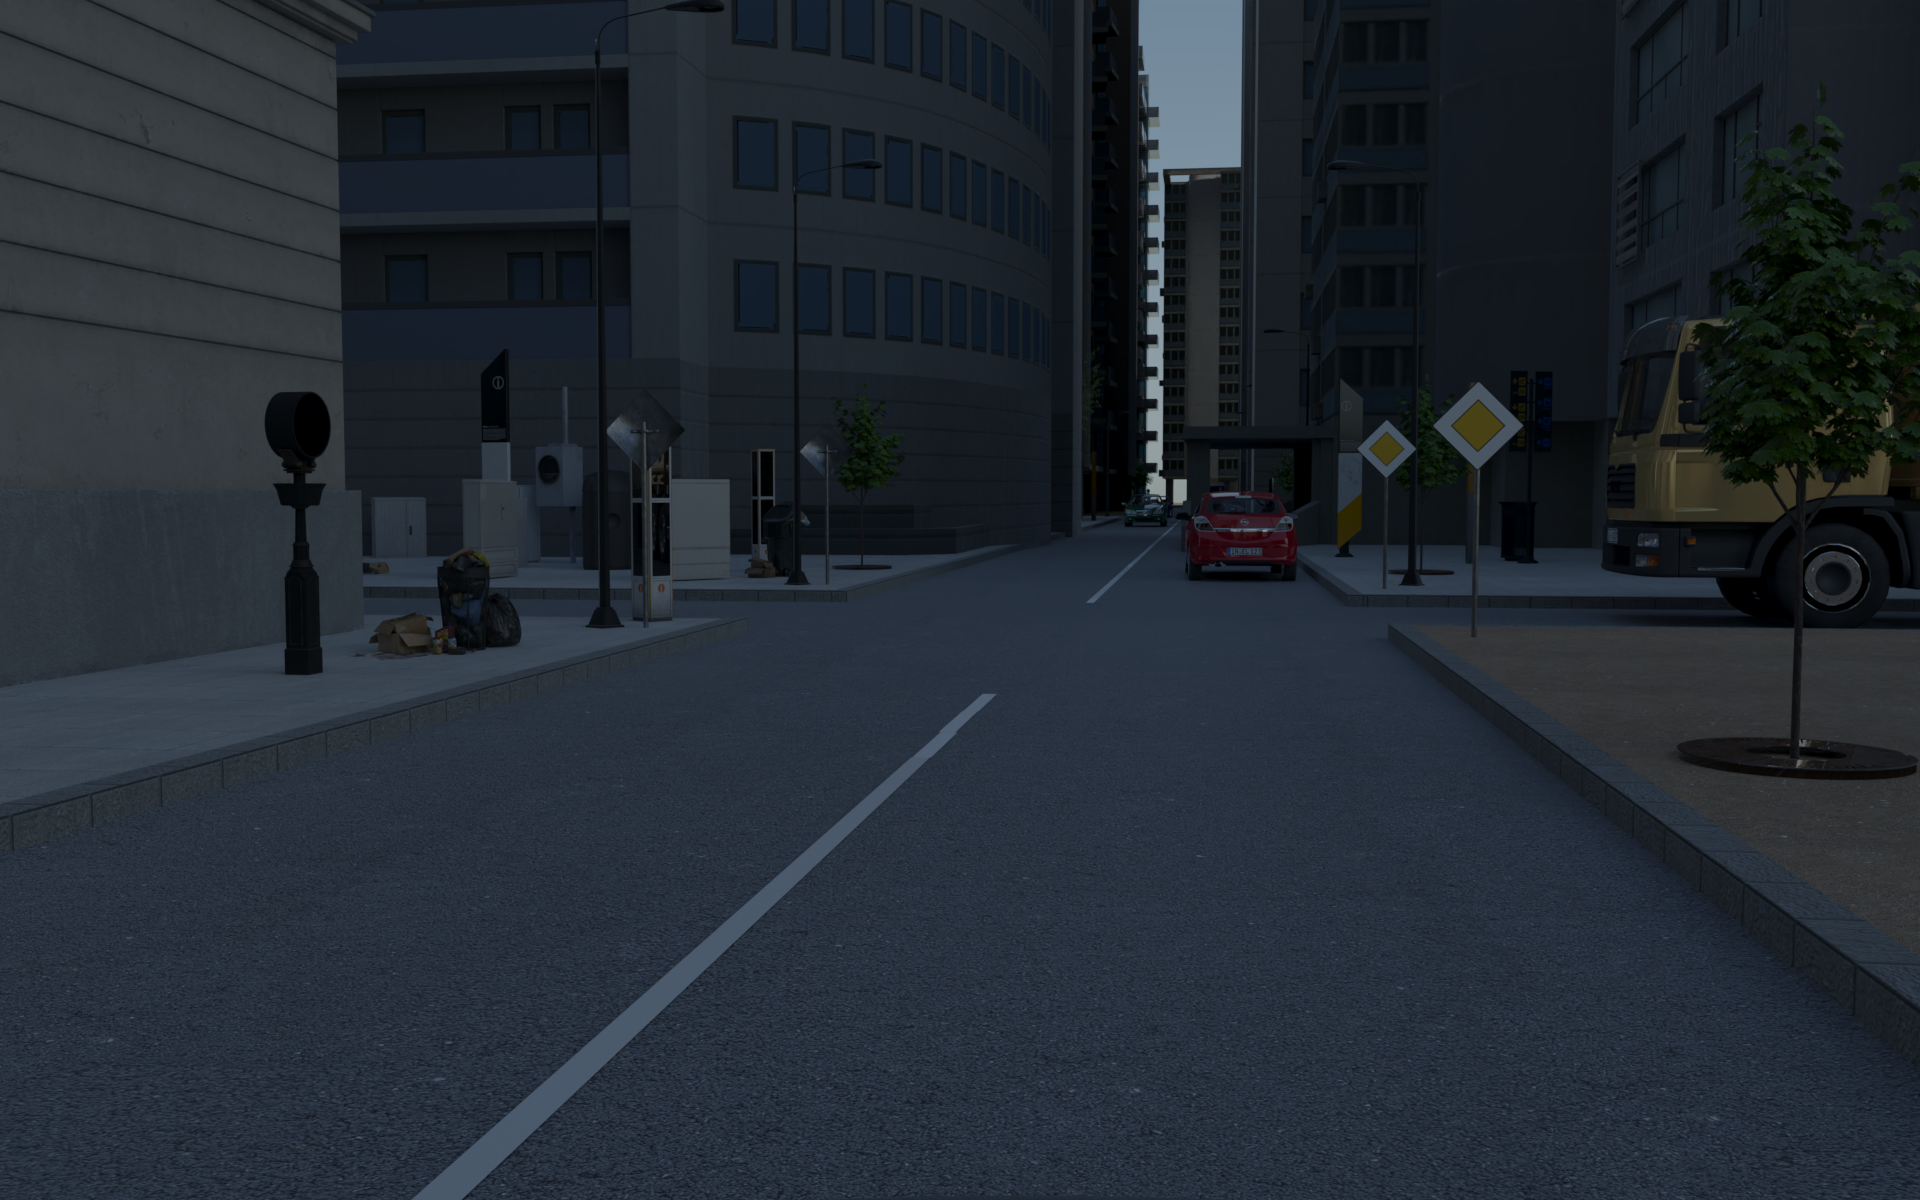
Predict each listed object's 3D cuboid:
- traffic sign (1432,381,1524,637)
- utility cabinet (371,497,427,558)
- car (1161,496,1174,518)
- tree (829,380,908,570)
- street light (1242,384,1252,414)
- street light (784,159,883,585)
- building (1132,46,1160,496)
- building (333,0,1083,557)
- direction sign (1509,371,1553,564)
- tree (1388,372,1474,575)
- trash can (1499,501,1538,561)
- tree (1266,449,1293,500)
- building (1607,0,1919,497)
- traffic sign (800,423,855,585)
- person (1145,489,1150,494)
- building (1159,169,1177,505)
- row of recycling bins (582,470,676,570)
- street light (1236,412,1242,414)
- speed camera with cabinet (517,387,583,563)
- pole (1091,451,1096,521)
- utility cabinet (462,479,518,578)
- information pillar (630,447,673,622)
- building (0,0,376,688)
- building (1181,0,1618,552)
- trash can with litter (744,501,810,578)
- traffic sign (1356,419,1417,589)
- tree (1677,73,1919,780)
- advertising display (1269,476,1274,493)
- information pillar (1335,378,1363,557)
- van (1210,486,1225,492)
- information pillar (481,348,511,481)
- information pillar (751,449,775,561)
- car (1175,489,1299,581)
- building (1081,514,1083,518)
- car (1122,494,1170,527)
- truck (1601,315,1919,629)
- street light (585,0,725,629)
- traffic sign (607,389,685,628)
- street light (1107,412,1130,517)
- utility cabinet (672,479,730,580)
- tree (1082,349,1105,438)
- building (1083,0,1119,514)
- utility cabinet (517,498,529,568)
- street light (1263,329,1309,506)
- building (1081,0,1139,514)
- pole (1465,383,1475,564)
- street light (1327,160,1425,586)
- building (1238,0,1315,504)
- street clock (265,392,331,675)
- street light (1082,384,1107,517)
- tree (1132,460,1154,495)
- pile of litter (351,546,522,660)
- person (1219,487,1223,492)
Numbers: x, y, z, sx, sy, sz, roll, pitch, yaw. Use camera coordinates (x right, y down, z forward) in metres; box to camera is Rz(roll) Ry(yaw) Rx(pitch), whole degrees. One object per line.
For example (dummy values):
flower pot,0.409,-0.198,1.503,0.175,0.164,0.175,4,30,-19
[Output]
traffic sign,4.602,-0.722,15.452,0.795,2.450,0.064,1,4,8
utility cabinet,-11.293,-1.451,34.880,1.020,1.237,0.306,-2,4,-31
car,11.900,-5.605,104.215,1.945,1.354,3.894,1,4,10
tree,-1.623,-2.137,29.534,1.663,3.219,1.824,0,3,0
street light,12.786,-6.158,73.226,1.470,5.913,1.316,1,4,8
street light,-1.767,-3.164,24.268,1.470,5.913,1.316,1,4,8
building,7.038,-35.164,194.546,30.456,49.044,23.786,1,4,8
building,-8.055,-30.920,47.533,21.231,58.520,28.212,1,4,8
direction sign,10.518,-2.445,31.970,0.876,3.537,0.379,-1,4,-16
tree,7.404,-2.020,27.625,1.663,3.219,1.824,0,3,0
trash can,10.670,-1.314,33.135,0.748,1.137,0.748,0,3,0
tree,12.709,-4.359,65.870,1.663,3.219,1.824,0,3,0
building,19.295,-21.018,27.231,14.086,41.232,14.154,1,4,8
traffic sign,-1.876,-1.274,24.467,0.795,2.450,0.064,1,4,8
person,10.964,-5.554,100.094,0.721,1.735,1.217,0,4,-1
building,34.651,-30.755,194.727,23.993,40.220,32.217,1,4,8
row of recycling bins,-5.862,-1.450,30.819,1.069,1.692,3.534,0,4,8
street light,16.252,-7.657,97.730,1.470,5.913,1.316,1,4,8
speed camera with cabinet,-7.982,-2.318,32.230,2.038,3.252,0.660,2,4,29
pole,6.407,-5.447,82.901,0.158,3.312,0.155,0,3,0
utility cabinet,-7.120,-1.079,26.327,0.318,1.500,1.173,1,4,12
information pillar,-3.116,-0.795,17.488,0.304,2.012,0.304,3,5,40
building,-17.536,-13.674,10.965,23.554,28.519,14.401,1,4,8
building,22.409,-21.674,46.251,32.217,40.220,23.993,1,4,8
trash can with litter,-2.839,-0.939,26.747,0.624,1.170,1.055,2,4,28
traffic sign,5.738,-1.206,23.356,0.795,2.450,0.064,1,4,8
tree,3.898,-0.824,8.071,1.663,3.219,1.824,0,3,0
advertising display,11.429,-3.568,63.558,0.123,1.923,0.974,1,4,15
information pillar,7.896,-2.677,35.125,0.504,3.616,0.183,0,4,-1
van,18.487,-7.517,127.294,2.240,2.365,5.245,0,4,6
information pillar,-7.459,-2.235,27.900,0.504,3.616,0.183,1,4,17
information pillar,-3.232,-1.466,28.458,0.304,2.012,0.304,-2,4,-31
car,4.829,-1.288,30.091,2.155,1.783,4.494,0,4,6
building,-0.744,-26.732,87.176,14.600,45.320,14.200,1,4,8
car,8.300,-4.001,77.216,2.131,1.459,4.920,0,4,8
truck,11.320,-1.392,18.685,9.791,3.379,3.469,1,4,10
street light,-2.888,-2.684,16.429,1.470,5.913,1.316,1,4,8
traffic sign,-3.011,-0.790,16.562,0.795,2.450,0.064,1,4,8
street light,8.911,-7.675,98.030,1.470,5.913,1.316,1,4,8
utility cabinet,-4.000,-1.044,25.755,1.173,1.500,0.318,-3,5,-41
tree,3.615,-7.307,69.838,4.737,8.622,4.395,0,3,0
building,-1.047,-28.110,114.226,22.147,44.769,28.867,1,4,8
utility cabinet,-7.949,-1.191,30.629,0.306,1.237,1.020,-2,4,-35
street light,9.220,-4.660,48.736,1.470,5.913,1.316,1,4,8
building,6.615,-29.646,134.826,14.600,45.320,14.200,1,4,8
pole,9.404,-2.322,31.802,0.158,3.312,0.155,0,3,0
street light,5.809,-3.161,24.223,1.470,5.913,1.316,1,4,8
building,36.001,-37.594,156.661,21.231,58.520,28.212,1,4,8
street clock,-4.683,-0.473,12.303,0.358,2.002,0.471,1,4,12
street light,5.361,-6.177,73.537,1.470,5.913,1.316,1,4,8
tree,14.810,-10.068,148.327,4.285,4.588,4.351,0,3,0
pile of litter,-4.323,-0.019,14.277,1.176,0.858,1.719,2,4,34
person,13.710,-5.067,91.446,0.694,1.812,0.767,2,4,26
